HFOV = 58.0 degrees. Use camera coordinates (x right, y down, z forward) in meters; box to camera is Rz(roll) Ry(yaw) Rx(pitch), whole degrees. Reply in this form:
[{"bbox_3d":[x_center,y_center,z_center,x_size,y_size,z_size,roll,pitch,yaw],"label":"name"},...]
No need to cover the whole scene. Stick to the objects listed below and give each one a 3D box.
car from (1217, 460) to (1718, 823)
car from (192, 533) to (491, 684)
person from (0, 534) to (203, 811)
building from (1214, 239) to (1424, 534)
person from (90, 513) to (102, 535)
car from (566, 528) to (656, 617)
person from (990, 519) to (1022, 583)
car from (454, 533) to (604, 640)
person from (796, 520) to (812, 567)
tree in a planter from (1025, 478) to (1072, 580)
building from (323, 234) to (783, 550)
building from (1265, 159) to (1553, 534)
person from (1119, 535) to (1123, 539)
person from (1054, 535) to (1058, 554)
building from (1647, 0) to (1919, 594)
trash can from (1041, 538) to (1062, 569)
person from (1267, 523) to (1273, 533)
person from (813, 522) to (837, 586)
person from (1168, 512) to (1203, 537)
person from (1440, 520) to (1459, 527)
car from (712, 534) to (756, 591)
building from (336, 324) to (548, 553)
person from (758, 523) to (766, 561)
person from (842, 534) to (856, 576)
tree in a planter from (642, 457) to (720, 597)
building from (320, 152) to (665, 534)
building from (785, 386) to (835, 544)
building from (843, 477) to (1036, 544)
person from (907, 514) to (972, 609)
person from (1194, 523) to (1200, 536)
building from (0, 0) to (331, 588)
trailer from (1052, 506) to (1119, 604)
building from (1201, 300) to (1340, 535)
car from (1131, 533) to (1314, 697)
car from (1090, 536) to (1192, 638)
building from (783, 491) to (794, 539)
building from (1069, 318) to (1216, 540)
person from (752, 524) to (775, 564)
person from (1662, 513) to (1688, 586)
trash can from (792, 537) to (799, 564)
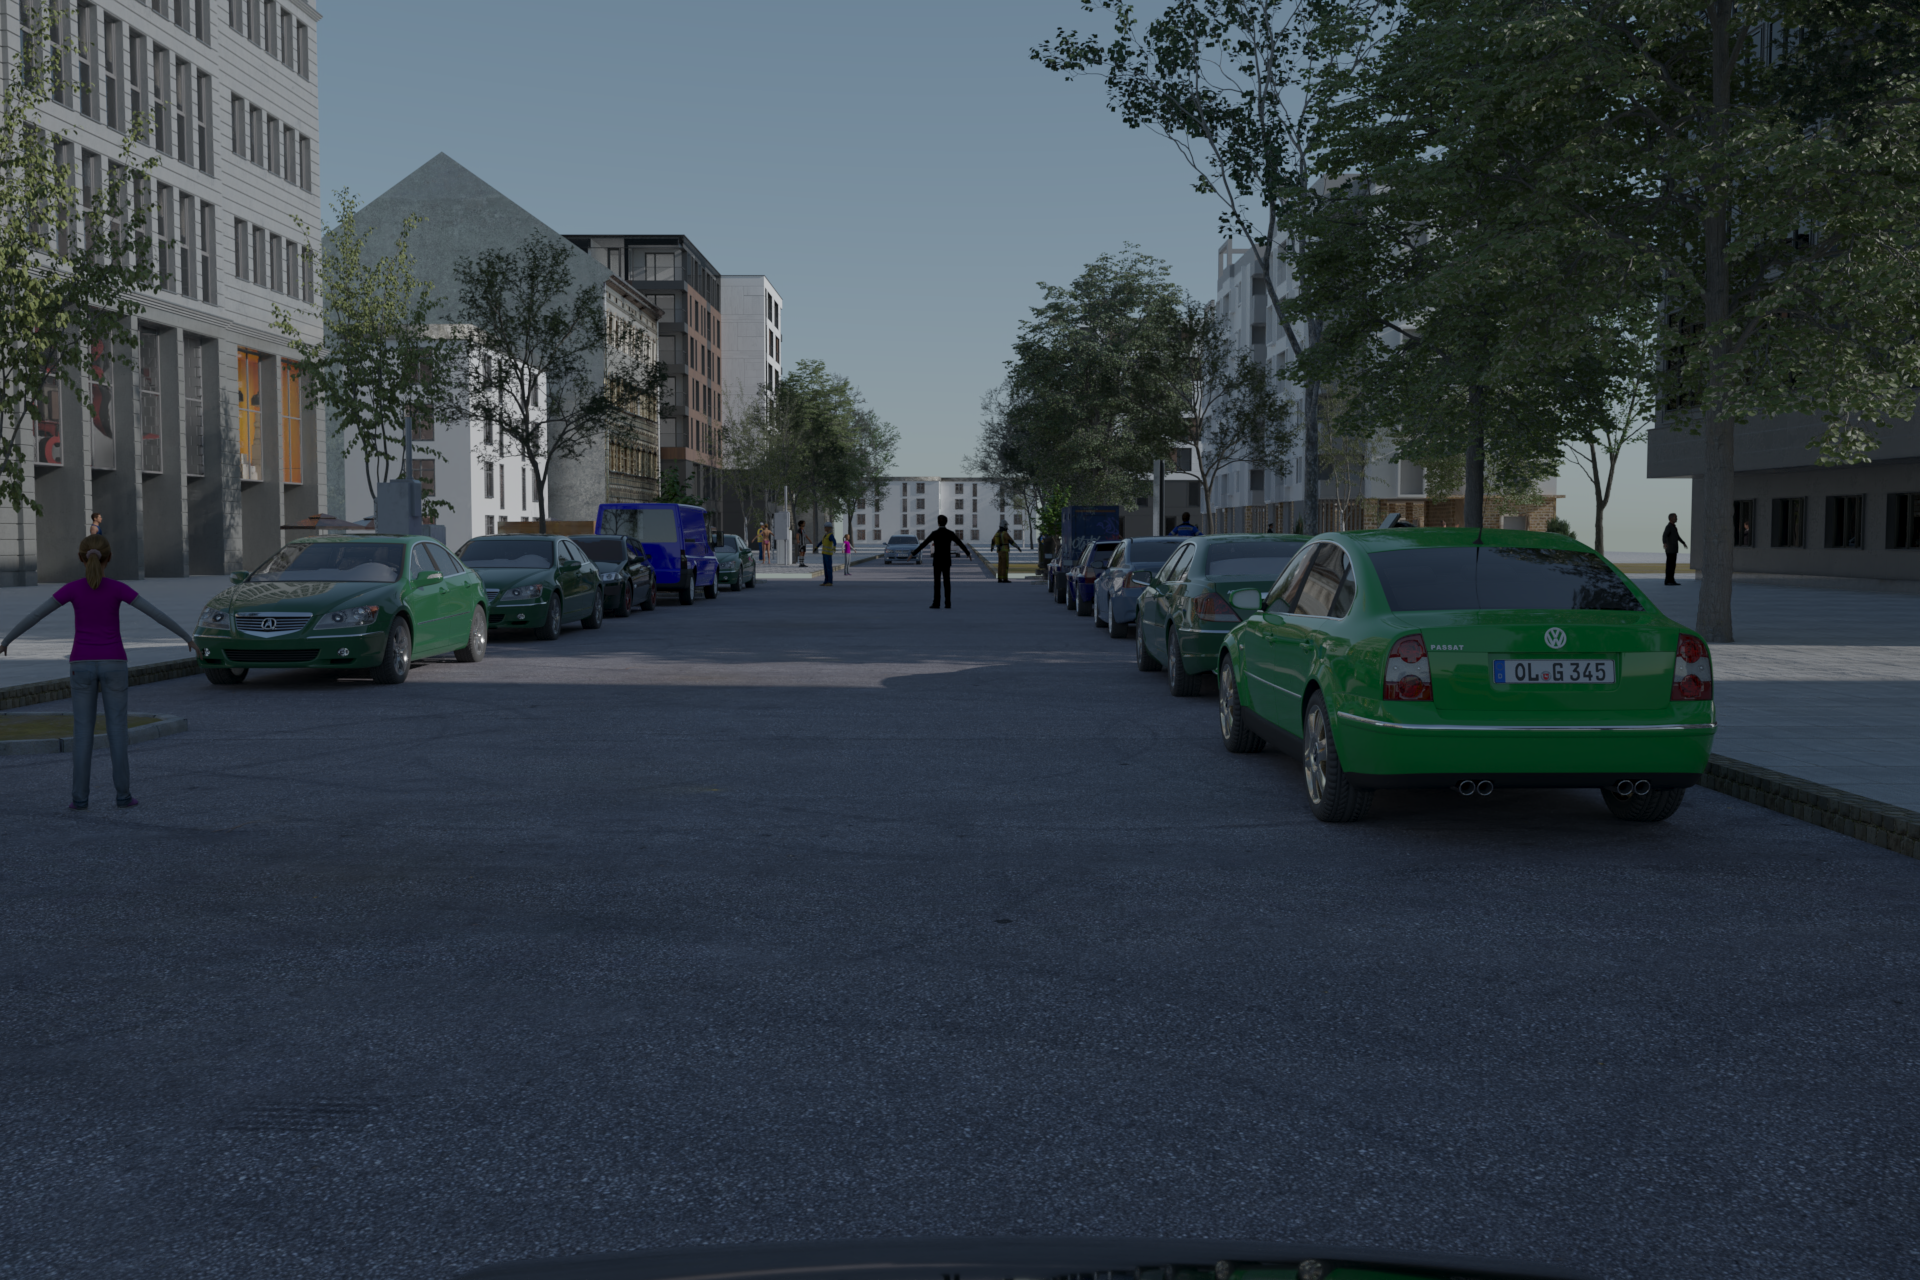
[{"bbox_3d":[2.634,-0.073,9.984,1.959,1.807,4.718,0,4,-1],"label":"car"},{"bbox_3d":[-6.265,-0.381,18.024,2.131,1.459,4.920,0,4,-1],"label":"car"},{"bbox_3d":[-4.496,0.163,9.050,0.991,1.433,0.599,-1,4,-23],"label":"person"},{"bbox_3d":[21.741,-15.638,112.105,16.016,20.090,11.380,0,4,0],"label":"building"},{"bbox_3d":[-21.491,-2.264,43.187,0.704,1.807,1.345,-1,4,-21],"label":"person"},{"bbox_3d":[-6.558,-1.298,31.005,2.009,1.686,4.222,0,4,0],"label":"car"},{"bbox_3d":[1.294,-2.605,50.819,0.705,1.858,1.354,-3,4,-38],"label":"person"},{"bbox_3d":[-6.359,-0.798,24.840,2.131,1.459,4.920,0,3,0],"label":"car"},{"bbox_3d":[-6.100,-3.737,67.246,0.704,1.843,1.345,1,4,17],"label":"person"},{"bbox_3d":[3.052,-3.532,54.966,1.991,3.239,1.994,0,4,1],"label":"tree in a planter"},{"bbox_3d":[-29.320,-17.778,134.643,27.936,21.610,32.646,0,3,0],"label":"building"},{"bbox_3d":[21.667,-14.455,92.756,16.016,20.090,11.380,0,4,0],"label":"building"},{"bbox_3d":[8.382,-5.427,94.592,1.347,1.847,0.705,-2,4,-33],"label":"person"},{"bbox_3d":[3.886,-3.937,70.503,1.348,1.813,0.705,1,4,14],"label":"person"},{"bbox_3d":[25.744,-13.060,32.603,14.314,24.678,30.058,0,4,0],"label":"building"},{"bbox_3d":[3.227,-3.004,60.765,0.748,1.137,0.748,0,3,0],"label":"trash can"},{"bbox_3d":[15.726,-4.993,87.576,0.705,1.837,1.347,0,4,-1],"label":"person"},{"bbox_3d":[-3.720,-2.376,47.765,0.721,1.772,1.216,-2,4,-32],"label":"person"},{"bbox_3d":[5.595,-2.253,42.811,1.345,1.831,0.704,1,4,21],"label":"person"},{"bbox_3d":[15.752,-3.001,55.918,0.742,1.727,0.445,2,4,30],"label":"person"},{"bbox_3d":[-6.381,-2.019,44.803,2.131,1.459,4.920,0,4,0],"label":"car"},{"bbox_3d":[-24.277,-8.636,83.344,9.099,9.664,28.070,0,4,-1],"label":"building"},{"bbox_3d":[-9.546,-4.742,83.508,0.705,1.833,1.349,-1,4,-18],"label":"person"},{"bbox_3d":[-3.849,-2.949,59.936,0.599,1.433,0.991,2,4,24],"label":"person"},{"bbox_3d":[-6.660,-2.635,40.301,1.991,3.239,1.994,0,4,0],"label":"tree in a planter"},{"bbox_3d":[-29.784,-17.015,109.117,19.493,23.208,18.063,0,4,0],"label":"building"},{"bbox_3d":[-26.420,-24.253,227.470,19.493,23.208,18.063,0,4,-1],"label":"building"},{"bbox_3d":[-2.785,-18.825,252.398,28.070,9.664,9.099,0,4,2],"label":"building"},{"bbox_3d":[-0.358,-1.509,33.310,1.347,1.806,0.705,-2,4,-24],"label":"person"},{"bbox_3d":[12.713,-5.348,93.218,0.705,1.856,1.354,-3,4,-38],"label":"person"},{"bbox_3d":[-28.328,-16.504,47.334,11.434,29.767,29.804,0,3,0],"label":"building"},{"bbox_3d":[2.684,-1.816,36.735,1.471,1.999,3.904,0,4,-1],"label":"trailer"},{"bbox_3d":[24.820,-17.374,140.487,16.016,20.090,11.380,0,4,0],"label":"building"},{"bbox_3d":[2.773,-0.299,16.692,2.131,1.459,4.920,0,3,0],"label":"car"},{"bbox_3d":[2.929,-0.799,25.068,2.014,1.417,4.499,0,4,0],"label":"car"},{"bbox_3d":[-30.051,-23.071,208.146,19.493,23.208,18.063,0,4,0],"label":"building"},{"bbox_3d":[25.137,-20.553,180.015,27.936,21.610,32.646,0,4,0],"label":"building"},{"bbox_3d":[-8.432,-4.175,75.063,1.217,1.733,0.721,-2,4,-26],"label":"person"},{"bbox_3d":[17.781,-2.264,43.199,0.705,1.807,1.348,3,5,44],"label":"person"},{"bbox_3d":[-7.262,-3.836,74.373,0.748,1.137,0.748,0,3,0],"label":"trash can"}]
